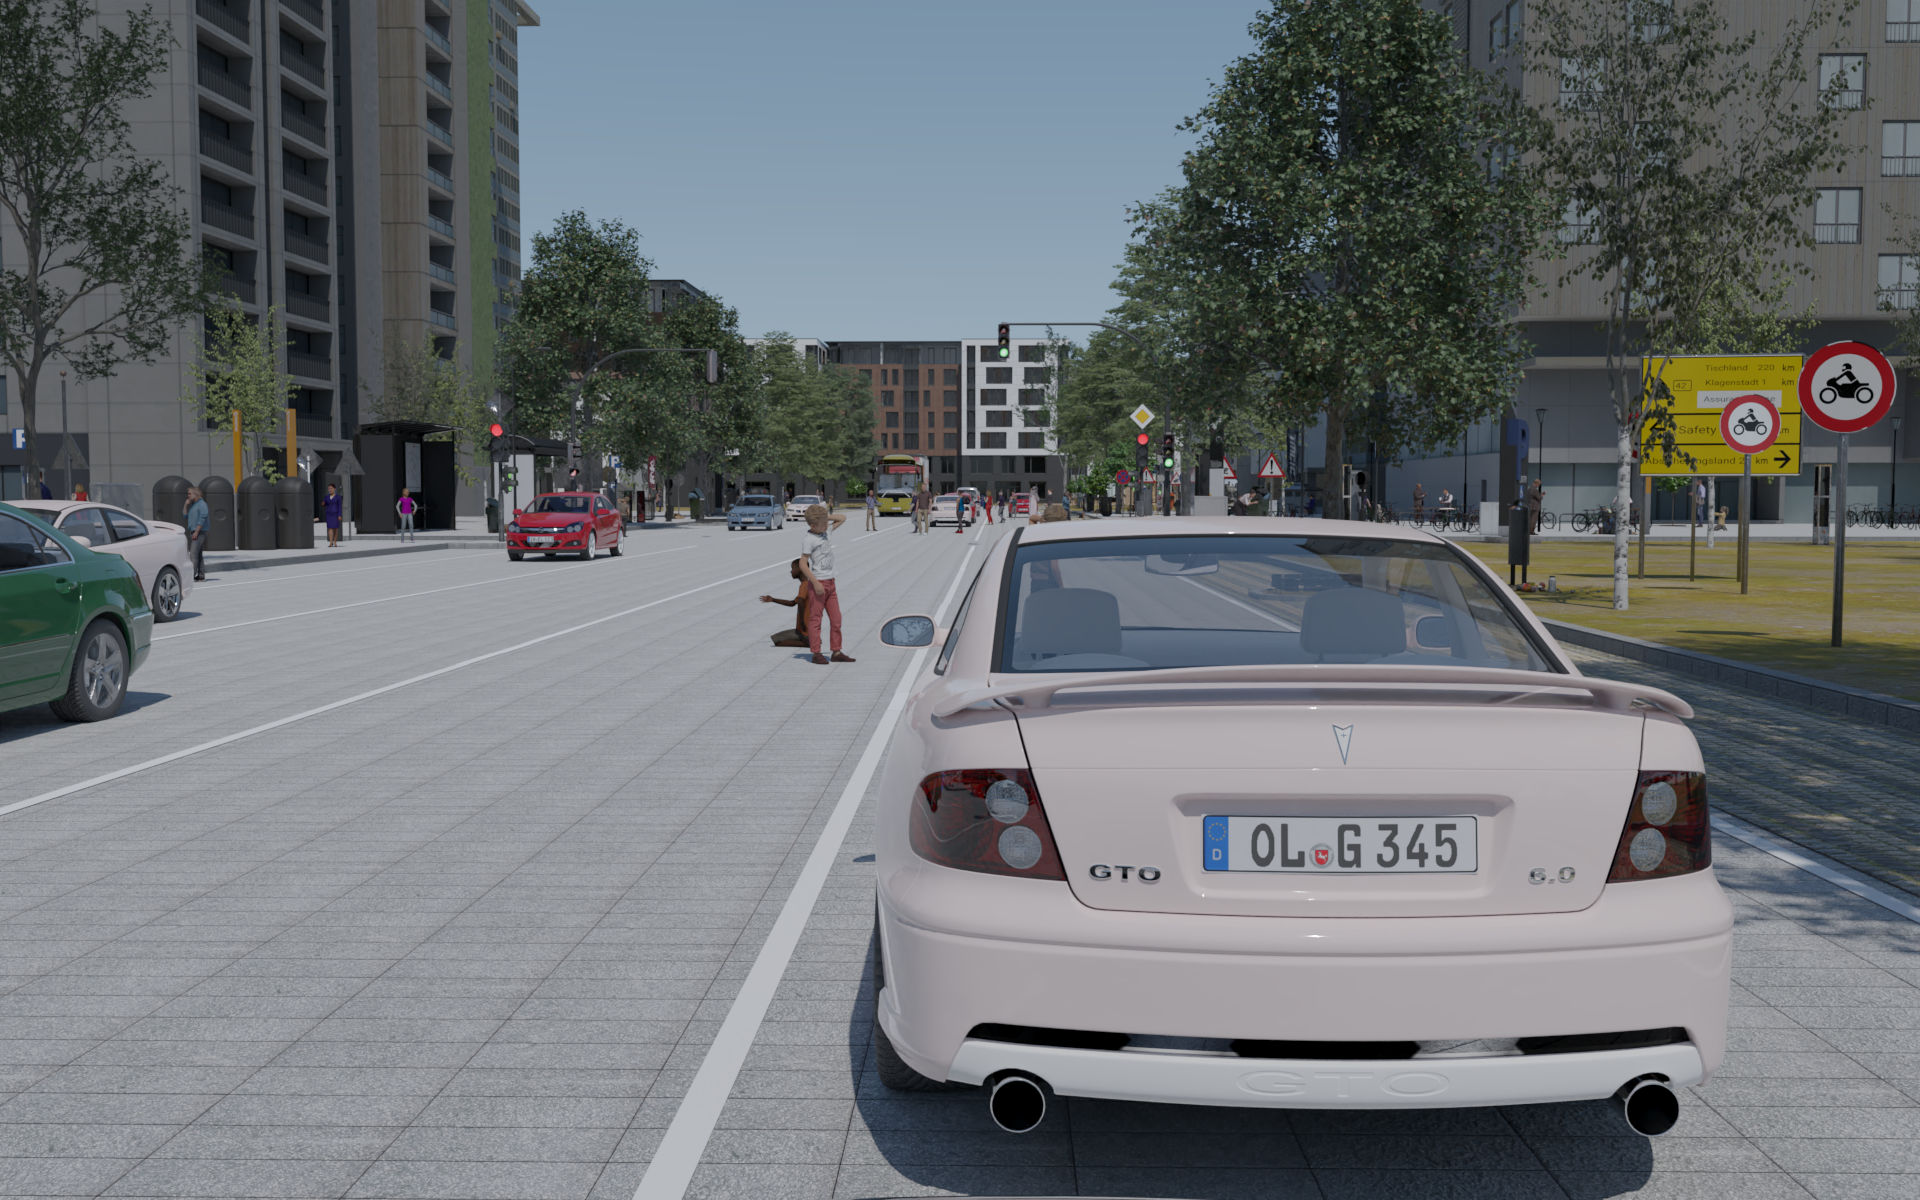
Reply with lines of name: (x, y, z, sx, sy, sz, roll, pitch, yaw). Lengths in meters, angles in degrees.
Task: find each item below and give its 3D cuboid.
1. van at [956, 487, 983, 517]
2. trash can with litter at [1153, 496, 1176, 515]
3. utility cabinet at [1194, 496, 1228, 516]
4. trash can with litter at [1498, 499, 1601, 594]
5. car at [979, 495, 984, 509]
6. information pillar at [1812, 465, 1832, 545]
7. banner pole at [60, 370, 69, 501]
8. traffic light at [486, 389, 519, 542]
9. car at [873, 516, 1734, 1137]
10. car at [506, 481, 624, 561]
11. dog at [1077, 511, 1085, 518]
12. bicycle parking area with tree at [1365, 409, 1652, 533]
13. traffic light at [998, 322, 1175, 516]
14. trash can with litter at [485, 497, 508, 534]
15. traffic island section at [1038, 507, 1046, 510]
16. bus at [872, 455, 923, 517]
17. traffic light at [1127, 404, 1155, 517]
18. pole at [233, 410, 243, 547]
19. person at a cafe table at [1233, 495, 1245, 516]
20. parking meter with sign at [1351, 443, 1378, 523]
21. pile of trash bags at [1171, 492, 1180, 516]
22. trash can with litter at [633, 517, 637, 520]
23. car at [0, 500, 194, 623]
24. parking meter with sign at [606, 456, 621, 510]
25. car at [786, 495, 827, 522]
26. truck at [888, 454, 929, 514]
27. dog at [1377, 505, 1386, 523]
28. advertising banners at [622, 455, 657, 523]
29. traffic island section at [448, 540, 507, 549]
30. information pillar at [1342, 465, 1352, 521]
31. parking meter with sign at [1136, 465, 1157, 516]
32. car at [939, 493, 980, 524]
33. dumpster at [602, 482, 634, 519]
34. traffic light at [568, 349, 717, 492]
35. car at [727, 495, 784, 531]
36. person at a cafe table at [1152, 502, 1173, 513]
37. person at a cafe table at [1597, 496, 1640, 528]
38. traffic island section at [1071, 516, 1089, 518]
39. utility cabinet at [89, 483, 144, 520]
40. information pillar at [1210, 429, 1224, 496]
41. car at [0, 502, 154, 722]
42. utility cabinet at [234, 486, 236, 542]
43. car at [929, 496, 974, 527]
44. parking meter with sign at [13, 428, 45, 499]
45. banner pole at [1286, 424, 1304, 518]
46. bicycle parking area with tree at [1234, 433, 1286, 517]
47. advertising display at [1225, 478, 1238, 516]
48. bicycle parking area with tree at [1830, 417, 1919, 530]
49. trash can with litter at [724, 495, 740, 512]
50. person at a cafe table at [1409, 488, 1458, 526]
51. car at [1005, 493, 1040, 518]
van: (0.454, -6.363, 111.054, 2.013, 2.044, 4.112, 0, 4, 0)
trash can with litter: (12.544, -5.755, 105.148, 2.233, 1.210, 1.678, 3, 4, 36)
utility cabinet: (7.947, -2.675, 54.891, 1.020, 1.237, 0.306, 2, 4, 23)
trash can with litter: (7.536, -0.754, 23.383, 1.678, 1.210, 2.233, 0, 4, 1)
car: (1.664, -9.385, 166.024, 1.945, 1.354, 3.894, 0, 4, 3)
information pillar: (21.732, -2.396, 43.669, 0.304, 2.012, 0.304, 0, 4, 4)
banner pole: (-18.249, -2.772, 35.342, 0.401, 3.779, 0.863, -2, 4, -29)
traffic light: (-12.284, -3.513, 46.363, 0.839, 4.253, 0.868, 0, 4, 1)
car: (0.745, 0.418, 5.521, 2.083, 1.381, 4.827, 0, 4, 1)
car: (-8.737, -1.801, 38.484, 2.155, 1.783, 4.494, 0, 4, 2)
dog: (7.191, -5.013, 102.162, 0.550, 0.427, 0.748, -1, 4, -14)
bicycle parking area with tree: (18.876, -4.520, 60.896, 9.016, 4.147, 8.231, 0, 4, 2)
traffic light: (3.380, -4.356, 45.889, 4.771, 5.953, 1.251, 0, 4, 1)
trash can with litter: (-15.016, -2.768, 56.642, 1.055, 1.170, 0.624, 2, 4, 31)
traffic island section: (8.566, -9.783, 182.812, 1.991, 0.108, 1.994, 0, 4, 1)
bus: (-3.836, -7.354, 111.779, 2.896, 3.916, 12.252, 0, 4, 1)
traffic light: (5.651, -3.978, 53.967, 0.839, 4.253, 0.868, 0, 4, 1)
pole: (-17.542, -2.953, 42.117, 0.158, 3.312, 0.155, 0, 3, 0)
person at a cafe table: (15.872, -5.216, 96.148, 1.698, 1.238, 1.726, -2, 4, -34)
parking meter with sign: (12.698, -3.676, 56.357, 1.738, 3.016, 0.543, 1, 4, 12)
pile of trash bags: (11.539, -4.782, 87.934, 1.912, 1.369, 3.447, -3, 4, -36)
trash can with litter: (-17.076, -4.670, 87.409, 2.233, 1.210, 1.678, 1, 4, 8)
car: (-9.768, -0.344, 17.992, 2.083, 1.381, 4.827, 0, 4, 2)
parking meter with sign: (-15.984, -5.102, 79.676, 0.543, 3.016, 1.738, -1, 4, -21)
car: (-8.105, -4.860, 91.826, 2.083, 1.381, 4.827, 0, 4, 2)
truck: (-3.782, -8.246, 123.742, 2.839, 4.237, 11.283, 0, 4, 2)
dog: (18.586, -3.810, 76.678, 0.513, 0.831, 0.800, 2, 4, 23)
advertising banners: (-14.318, -4.975, 77.523, 0.090, 3.025, 2.074, 3, 4, 37)
traffic island section: (-12.324, -1.481, 46.498, 2.009, 0.180, 2.903, 0, 4, 1)
information pillar: (9.550, -2.370, 43.242, 0.304, 2.012, 0.304, -2, 4, -33)
parking meter with sign: (10.944, -6.464, 101.943, 0.543, 3.016, 1.738, 2, 4, 32)
car: (-0.102, -4.661, 85.252, 2.155, 1.783, 4.494, 0, 4, 2)
dumpster: (-16.701, -4.810, 84.406, 1.264, 1.857, 1.865, 0, 4, 1)
traffic light: (-10.013, -4.873, 54.335, 4.771, 5.953, 1.251, 0, 4, 1)
car: (-8.074, -3.474, 68.795, 2.014, 1.417, 4.499, 0, 4, 3)
person at a cafe table: (13.877, -6.594, 118.665, 1.698, 1.238, 1.726, -3, 4, -37)
person at a cafe table: (25.491, -3.563, 66.768, 1.698, 1.524, 1.622, 1, 4, 23)
traffic island section: (6.839, -5.087, 106.039, 1.991, 0.108, 1.994, 0, 4, 1)
utility cabinet: (-16.595, -1.558, 34.148, 0.318, 1.500, 1.173, 1, 4, 12)
information pillar: (8.436, -4.005, 56.838, 0.504, 3.616, 0.183, 3, 4, 37)
car: (-6.341, 0.134, 9.607, 2.131, 1.459, 4.920, 0, 4, 1)
utility cabinet: (-19.158, -2.292, 46.151, 0.318, 1.500, 1.173, -2, 4, -23)
car: (-0.414, -3.926, 76.550, 2.083, 1.381, 4.827, 0, 3, 0)
parking meter with sign: (-25.025, -3.093, 46.825, 0.543, 3.016, 1.738, -1, 4, -14)
banner pole: (8.601, -3.318, 44.265, 0.401, 3.779, 0.863, -2, 4, -28)
bicycle parking area with tree: (16.580, -5.745, 80.937, 8.231, 4.147, 9.016, 1, 4, 17)
advertising display: (10.745, -3.963, 70.012, 0.974, 1.923, 0.123, 0, 4, 3)
bicycle parking area with tree: (37.423, -4.755, 64.753, 8.231, 4.147, 9.016, 1, 4, 12)
trash can with litter: (-15.756, -6.518, 117.620, 2.233, 1.210, 1.678, 2, 4, 25)
person at a cafe table: (19.404, -3.768, 70.122, 1.622, 1.524, 1.698, -2, 4, -28)
car: (3.860, -5.946, 106.251, 2.155, 1.783, 4.494, 0, 4, 2)
